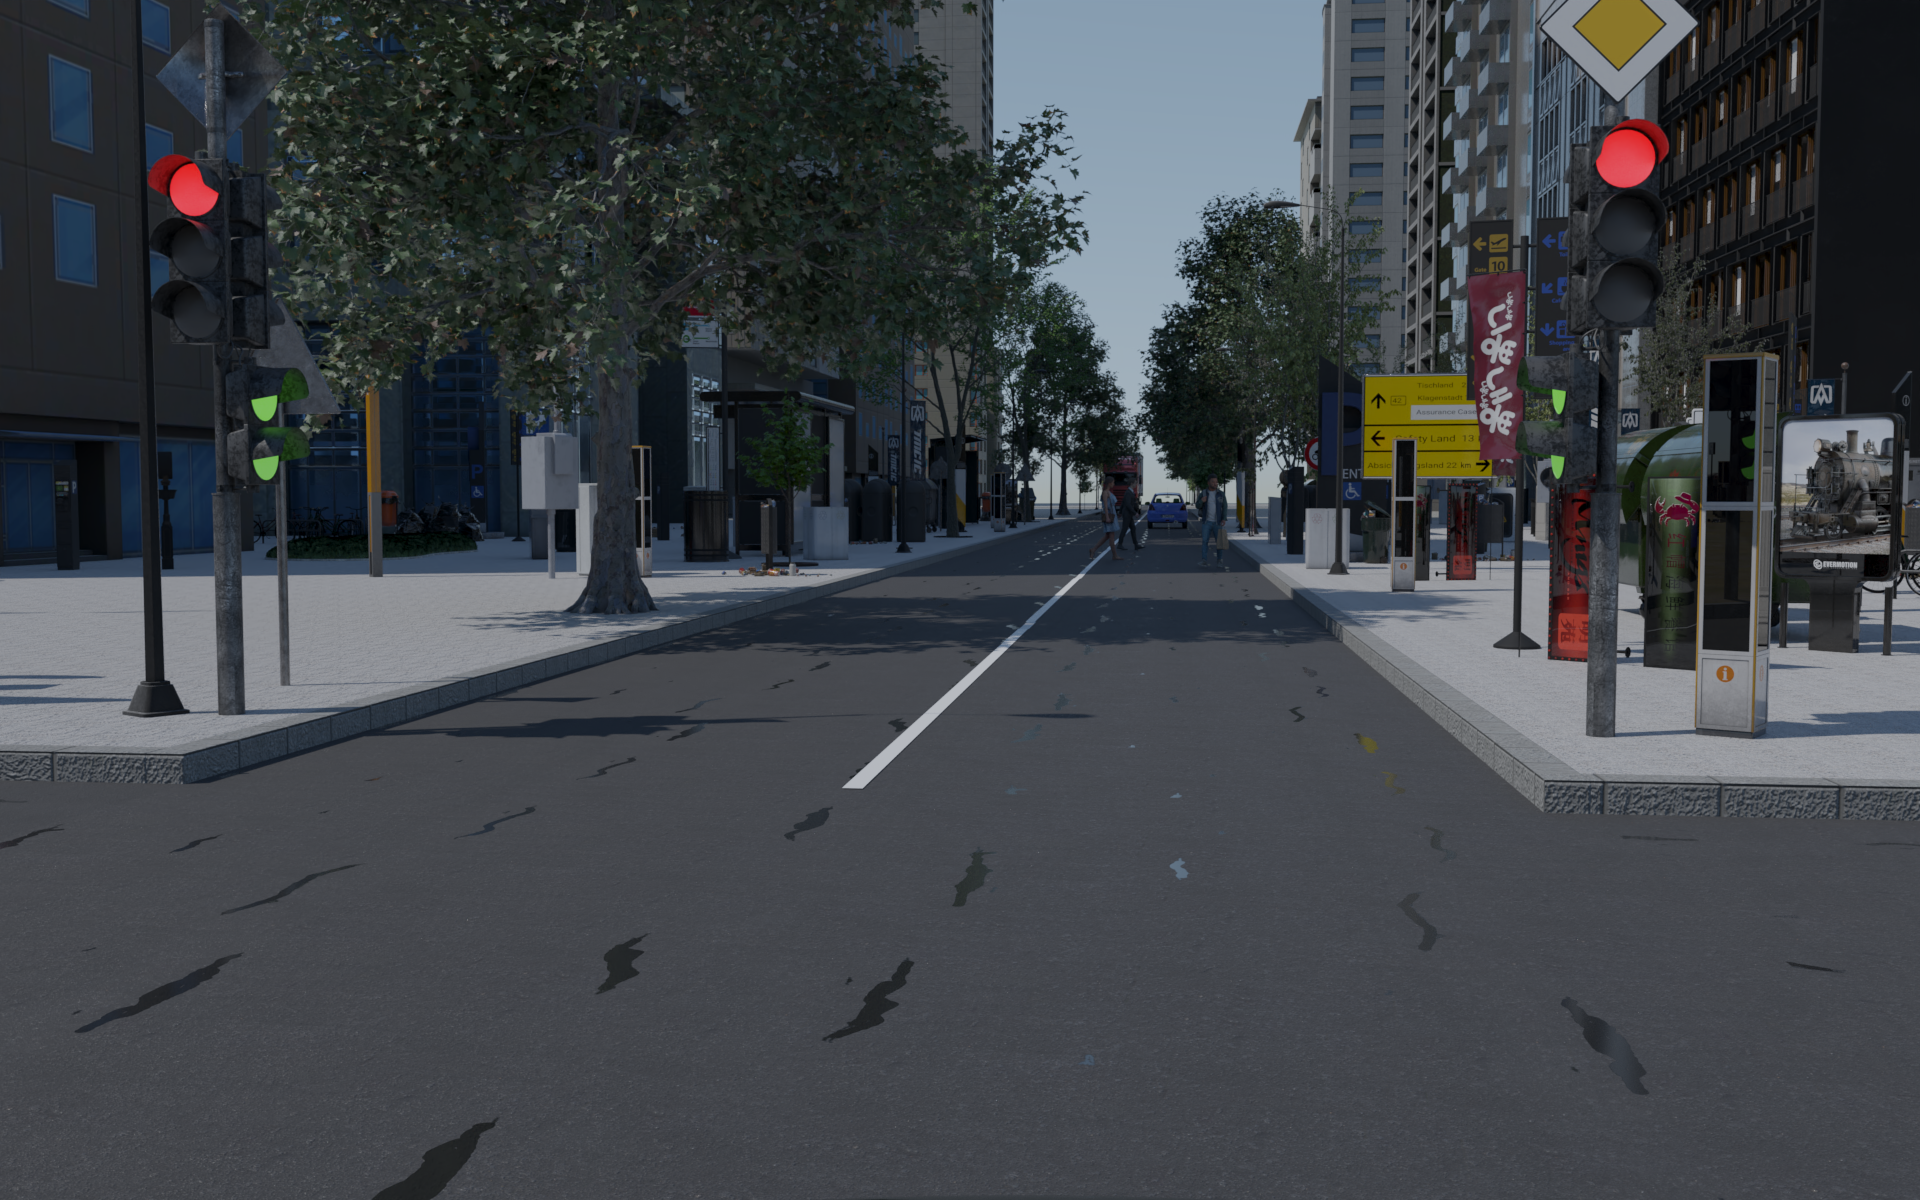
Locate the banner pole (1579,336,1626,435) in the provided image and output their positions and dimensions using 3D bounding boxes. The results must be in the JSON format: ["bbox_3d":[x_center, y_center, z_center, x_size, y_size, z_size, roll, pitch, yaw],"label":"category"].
[{"bbox_3d":[9.002,-2.128,24.814,0.401,3.779,0.863,-1,4,-20],"label":"banner pole"}]

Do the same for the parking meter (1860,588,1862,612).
[{"bbox_3d":[9.616,-0.802,18.826,0.399,1.863,0.255,-2,4,-29],"label":"parking meter"}]

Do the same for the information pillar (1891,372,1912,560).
[{"bbox_3d":[18.000,-2.558,33.183,0.504,3.616,0.183,-2,4,-28],"label":"information pillar"}]

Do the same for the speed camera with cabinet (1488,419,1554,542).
[{"bbox_3d":[14.968,-3.162,46.030,2.038,3.252,0.660,1,4,18],"label":"speed camera with cabinet"}]

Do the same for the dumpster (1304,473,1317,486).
[{"bbox_3d":[17.085,-4.915,82.855,1.502,2.255,1.985,0,4,7],"label":"dumpster"}]

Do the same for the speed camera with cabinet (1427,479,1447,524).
[{"bbox_3d":[20.636,-4.860,73.789,0.660,3.252,2.038,-1,4,-13],"label":"speed camera with cabinet"}]

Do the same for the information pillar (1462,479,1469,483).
[{"bbox_3d":[23.864,-4.729,81.813,0.304,2.012,0.304,2,4,24],"label":"information pillar"}]

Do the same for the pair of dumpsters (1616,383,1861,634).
[{"bbox_3d":[7.387,-0.888,17.012,1.574,2.255,4.437,0,4,7],"label":"pair of dumpsters"}]

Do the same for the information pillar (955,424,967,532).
[{"bbox_3d":[0.014,-4.079,58.047,0.183,3.616,0.504,3,5,40],"label":"information pillar"}]

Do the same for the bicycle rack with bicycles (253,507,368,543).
[{"bbox_3d":[-16.890,-1.957,45.373,2.925,0.926,2.852,1,4,18],"label":"bicycle rack with bicycles"}]

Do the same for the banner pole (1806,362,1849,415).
[{"bbox_3d":[16.608,-2.636,33.114,0.863,3.779,0.401,1,4,20],"label":"banner pole"}]

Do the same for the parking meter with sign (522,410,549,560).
[{"bbox_3d":[-8.425,-2.346,34.626,0.543,3.016,1.738,-1,4,-17],"label":"parking meter with sign"}]

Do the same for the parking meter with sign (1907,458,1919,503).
[{"bbox_3d":[20.190,-2.494,37.031,1.738,3.016,0.543,0,4,8],"label":"parking meter with sign"}]

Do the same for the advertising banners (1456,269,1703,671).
[{"bbox_3d":[4.743,-1.036,13.132,0.090,3.025,2.074,-3,5,-42],"label":"advertising banners"}]

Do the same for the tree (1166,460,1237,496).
[{"bbox_3d":[24.203,-15.778,176.101,7.486,12.596,7.792,0,3,0],"label":"tree"}]

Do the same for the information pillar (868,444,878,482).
[{"bbox_3d":[-4.081,-5.498,81.247,0.504,3.616,0.183,0,4,-7],"label":"information pillar"}]

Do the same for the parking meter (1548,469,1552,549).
[{"bbox_3d":[14.030,-2.135,40.611,0.399,1.863,0.255,-2,4,-29],"label":"parking meter"}]

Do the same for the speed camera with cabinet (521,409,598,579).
[{"bbox_3d":[-5.852,-1.996,26.964,0.660,3.252,2.038,3,4,36],"label":"speed camera with cabinet"}]

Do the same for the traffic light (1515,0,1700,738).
[{"bbox_3d":[3.381,-1.233,9.079,0.839,4.253,0.868,0,4,7],"label":"traffic light"}]

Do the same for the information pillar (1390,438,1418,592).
[{"bbox_3d":[5.825,-1.116,22.738,0.304,2.012,0.304,1,4,11],"label":"information pillar"}]

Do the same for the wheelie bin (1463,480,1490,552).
[{"bbox_3d":[11.382,-1.871,38.507,0.693,1.594,0.980,-1,4,-20],"label":"wheelie bin"}]

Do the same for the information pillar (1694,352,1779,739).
[{"bbox_3d":[4.118,-0.287,9.191,0.304,2.012,0.304,3,4,38],"label":"information pillar"}]

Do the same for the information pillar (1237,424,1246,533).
[{"bbox_3d":[9.387,-4.067,57.852,0.183,3.616,0.504,-1,4,-14],"label":"information pillar"}]

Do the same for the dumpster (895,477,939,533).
[{"bbox_3d":[-1.447,-3.175,57.672,1.264,1.857,1.865,0,4,7],"label":"dumpster"}]

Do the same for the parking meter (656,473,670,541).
[{"bbox_3d":[-8.215,-2.581,47.908,0.255,1.863,0.399,-2,4,-29],"label":"parking meter"}]

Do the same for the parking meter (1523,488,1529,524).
[{"bbox_3d":[24.390,-4.067,74.909,0.372,1.533,0.369,0,3,0],"label":"parking meter"}]

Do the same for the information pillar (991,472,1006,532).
[{"bbox_3d":[1.343,-3.308,58.578,0.304,2.012,0.304,2,4,31],"label":"information pillar"}]

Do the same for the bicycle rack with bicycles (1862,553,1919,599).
[{"bbox_3d":[12.619,-0.492,21.428,2.925,0.926,2.852,3,5,41],"label":"bicycle rack with bicycles"}]

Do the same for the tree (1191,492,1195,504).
[{"bbox_3d":[31.396,-18.758,232.455,9.928,11.665,9.643,0,3,0],"label":"tree"}]

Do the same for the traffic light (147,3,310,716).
[{"bbox_3d":[-4.228,-1.288,9.972,0.839,4.253,0.868,0,4,7],"label":"traffic light"}]

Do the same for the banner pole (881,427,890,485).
[{"bbox_3d":[-2.618,-4.546,64.338,0.863,3.779,0.401,0,4,4],"label":"banner pole"}]

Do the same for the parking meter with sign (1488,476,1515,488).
[{"bbox_3d":[19.830,-4.091,63.142,0.543,3.016,1.738,-1,4,-23],"label":"parking meter with sign"}]

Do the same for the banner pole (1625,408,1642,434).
[{"bbox_3d":[17.021,-3.331,44.482,0.863,3.779,0.401,0,4,8],"label":"banner pole"}]

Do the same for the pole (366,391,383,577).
[{"bbox_3d":[-9.035,-2.009,26.697,0.158,3.312,0.155,0,3,0],"label":"pole"}]

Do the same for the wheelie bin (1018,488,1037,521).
[{"bbox_3d":[3.207,-4.650,83.938,0.980,1.594,0.693,-1,4,-23],"label":"wheelie bin"}]

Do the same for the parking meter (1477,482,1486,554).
[{"bbox_3d":[11.052,-1.754,37.095,0.372,1.533,0.369,0,3,0],"label":"parking meter"}]

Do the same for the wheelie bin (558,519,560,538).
[{"bbox_3d":[-10.878,-2.315,45.763,0.980,1.594,0.693,0,4,6],"label":"wheelie bin"}]

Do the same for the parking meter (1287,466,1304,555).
[{"bbox_3d":[7.123,-1.900,36.772,0.255,1.863,0.399,-1,4,-10],"label":"parking meter"}]

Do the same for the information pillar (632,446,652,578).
[{"bbox_3d":[-4.930,-1.350,26.569,0.304,2.012,0.304,1,4,15],"label":"information pillar"}]

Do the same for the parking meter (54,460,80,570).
[{"bbox_3d":[-15.082,-1.439,29.246,0.255,1.863,0.399,0,4,-8],"label":"parking meter"}]

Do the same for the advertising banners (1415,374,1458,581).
[{"bbox_3d":[7.419,-1.802,25.649,2.074,3.025,0.090,-1,4,-14],"label":"advertising banners"}]

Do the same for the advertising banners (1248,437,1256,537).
[{"bbox_3d":[8.911,-3.456,52.696,0.090,3.025,2.074,1,4,15],"label":"advertising banners"}]

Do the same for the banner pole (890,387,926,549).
[{"bbox_3d":[-1.118,-3.095,40.620,0.863,3.779,0.401,-3,4,-37],"label":"banner pole"}]

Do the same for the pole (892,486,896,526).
[{"bbox_3d":[-2.681,-4.675,70.287,0.158,3.312,0.155,0,3,0],"label":"pole"}]
